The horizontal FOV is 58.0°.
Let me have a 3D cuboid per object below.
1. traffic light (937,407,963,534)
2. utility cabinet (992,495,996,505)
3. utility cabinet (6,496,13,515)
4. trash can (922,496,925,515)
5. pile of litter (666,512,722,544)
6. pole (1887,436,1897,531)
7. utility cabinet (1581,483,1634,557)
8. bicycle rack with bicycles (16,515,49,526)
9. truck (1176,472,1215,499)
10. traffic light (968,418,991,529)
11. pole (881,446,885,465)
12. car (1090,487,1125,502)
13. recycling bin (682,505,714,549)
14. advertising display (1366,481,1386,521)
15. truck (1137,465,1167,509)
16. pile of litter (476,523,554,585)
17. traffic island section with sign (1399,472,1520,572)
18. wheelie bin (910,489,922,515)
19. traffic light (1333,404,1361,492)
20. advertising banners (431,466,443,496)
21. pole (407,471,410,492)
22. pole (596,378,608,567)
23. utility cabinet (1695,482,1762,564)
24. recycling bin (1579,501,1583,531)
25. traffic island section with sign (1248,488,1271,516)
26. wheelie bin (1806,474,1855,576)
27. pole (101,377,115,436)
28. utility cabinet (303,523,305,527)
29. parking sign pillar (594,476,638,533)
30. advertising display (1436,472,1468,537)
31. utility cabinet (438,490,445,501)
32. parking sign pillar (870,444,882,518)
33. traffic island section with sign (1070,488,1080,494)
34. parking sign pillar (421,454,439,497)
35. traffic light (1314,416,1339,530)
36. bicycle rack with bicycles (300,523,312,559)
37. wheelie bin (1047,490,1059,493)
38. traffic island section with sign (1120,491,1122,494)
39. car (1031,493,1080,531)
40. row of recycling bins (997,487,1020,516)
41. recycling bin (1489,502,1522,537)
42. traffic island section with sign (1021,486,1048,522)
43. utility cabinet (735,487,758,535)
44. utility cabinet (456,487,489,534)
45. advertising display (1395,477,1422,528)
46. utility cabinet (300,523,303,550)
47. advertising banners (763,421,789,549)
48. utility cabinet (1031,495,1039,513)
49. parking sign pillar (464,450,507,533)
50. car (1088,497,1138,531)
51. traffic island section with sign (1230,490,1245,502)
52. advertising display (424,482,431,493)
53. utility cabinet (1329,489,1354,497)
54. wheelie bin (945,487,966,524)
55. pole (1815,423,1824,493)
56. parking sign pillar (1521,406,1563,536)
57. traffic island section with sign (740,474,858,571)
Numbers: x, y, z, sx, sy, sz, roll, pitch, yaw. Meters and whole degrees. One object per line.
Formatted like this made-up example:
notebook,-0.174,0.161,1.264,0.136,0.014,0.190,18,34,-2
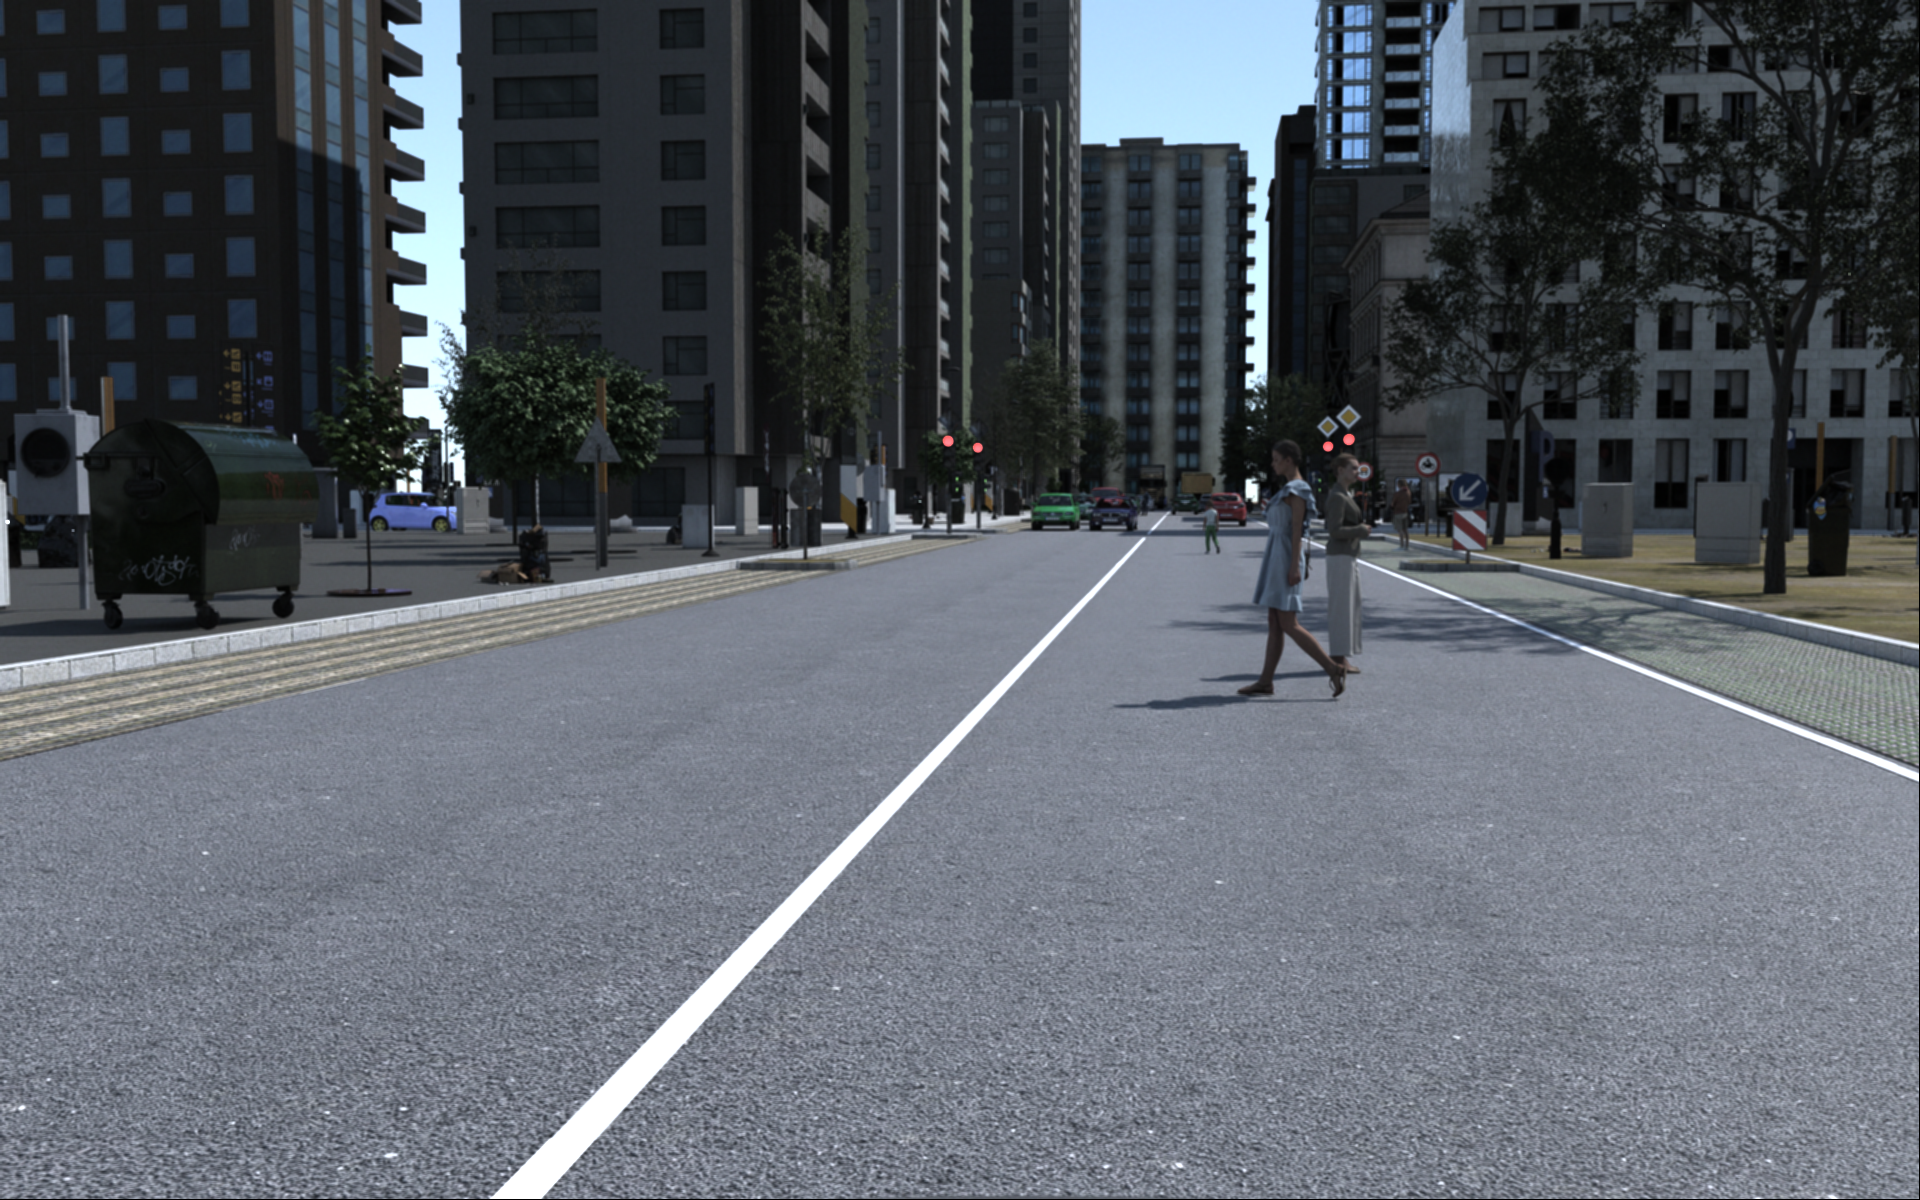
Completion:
traffic light,-0.327,-4.095,55.876,0.839,4.253,0.868,0,4,7
utility cabinet,2.427,-7.640,136.080,0.306,1.237,1.020,3,4,39
utility cabinet,-32.284,-2.901,58.598,0.306,1.237,1.020,-3,4,-38
trash can,-2.369,-5.658,104.166,0.748,1.137,0.748,0,3,0
pile of litter,-6.901,-1.893,44.917,1.719,0.858,1.176,-2,4,-35
pole,32.543,-4.075,60.471,0.158,3.312,0.155,0,3,0
utility cabinet,13.135,-1.620,35.168,0.318,1.500,1.173,-1,4,-20
bicycle rack with bicycles,-38.393,-3.505,70.694,2.852,0.926,2.925,2,4,28
truck,20.624,-9.499,151.236,3.469,3.379,9.791,0,4,7
traffic light,0.707,-4.579,63.794,0.839,4.253,0.868,0,4,7
pole,-3.255,-4.853,73.195,0.158,3.312,0.155,0,3,0
car,8.063,-5.365,96.395,2.281,1.827,5.304,0,4,8
recycling bin,-6.133,-1.714,40.573,0.722,1.027,0.722,0,4,-7
advertising display,20.141,-4.812,83.886,0.974,1.923,0.123,1,4,12
truck,18.608,-10.942,167.818,2.839,4.237,11.283,0,4,7
pile of litter,-6.450,-0.686,25.176,1.176,0.858,1.719,0,4,-1
traffic island section with sign,9.340,-1.463,32.554,1.989,1.847,2.006,0,4,7
wheelie bin,-2.540,-5.714,101.325,0.693,1.594,0.980,-1,4,-8
traffic light,12.131,-3.997,54.271,0.839,4.253,0.868,0,4,7
advertising banners,-32.638,-6.814,107.591,2.074,3.025,0.090,3,5,43
pole,-40.526,-8.161,127.268,0.158,3.312,0.155,0,3,0
pole,-6.306,-2.241,30.490,0.158,3.312,0.155,0,3,0
utility cabinet,14.109,-1.414,31.802,0.318,1.500,1.173,-2,4,-27
recycling bin,22.038,-2.931,60.468,0.722,1.027,0.722,2,4,29
traffic island section with sign,19.918,-6.424,113.658,1.989,1.847,2.006,0,4,7
wheelie bin,13.713,-1.186,27.301,0.693,1.594,0.980,2,4,27
pole,-14.856,-2.227,30.262,0.158,3.312,0.155,0,3,0
utility cabinet,-25.717,-3.435,67.323,0.306,1.237,1.020,-2,4,-29
parking sign pillar,-11.395,-4.206,57.247,1.447,3.967,1.447,1,4,23
advertising display,14.635,-2.826,51.419,0.974,1.923,0.123,0,4,0
utility cabinet,-25.249,-4.625,84.290,0.318,1.500,1.173,-1,4,-17
parking sign pillar,-4.823,-6.485,94.506,1.447,3.967,1.447,1,4,17
traffic island section with sign,7.678,-6.507,115.017,1.989,1.847,2.006,0,4,7
parking sign pillar,-35.053,-7.734,114.928,1.447,3.967,1.447,1,4,18
traffic light,13.165,-4.481,62.190,0.839,4.253,0.868,0,4,7
bicycle rack with bicycles,-13.947,-1.241,33.670,2.852,0.926,2.925,1,4,16
wheelie bin,7.300,-7.610,132.337,0.980,1.594,0.693,0,4,3
traffic island section with sign,17.794,-11.251,192.579,1.989,1.847,2.006,0,4,7
car,3.855,-3.709,69.438,1.959,1.807,4.718,0,4,7
row of recycling bins,2.957,-5.917,103.854,1.069,1.692,3.534,-1,4,-8
recycling bin,16.374,-2.411,51.977,0.722,1.027,0.722,0,4,-7
traffic island section with sign,4.179,-4.872,88.289,1.989,1.847,2.006,0,4,7
utility cabinet,-6.633,-2.761,53.821,0.318,1.500,1.173,1,4,14
utility cabinet,-15.545,-2.851,55.286,0.318,1.500,1.173,2,4,27
advertising display,16.958,-3.692,65.583,0.974,1.923,0.123,2,4,26
utility cabinet,-15.497,-1.862,39.127,1.173,1.500,0.318,-3,5,-43
advertising banners,-4.377,-2.744,41.056,0.090,3.025,2.074,-1,4,-21
utility cabinet,4.955,-6.315,114.411,0.306,1.237,1.020,-1,4,-14
parking sign pillar,-15.837,-4.229,57.621,1.447,3.967,1.447,2,4,32
car,6.111,-3.434,68.721,1.945,1.354,3.894,1,4,9
traffic island section with sign,26.445,-9.479,163.611,1.989,1.847,2.006,0,4,7
advertising display,-29.394,-5.531,95.651,0.123,1.923,0.974,0,4,0
utility cabinet,17.994,-4.469,81.745,1.173,1.500,0.318,3,5,41
wheelie bin,-0.175,-4.054,74.197,0.980,1.594,0.693,1,4,19
pole,24.553,-3.403,49.489,0.158,3.312,0.155,0,3,0
parking sign pillar,17.796,-3.958,53.183,1.447,3.967,1.447,3,5,42
traffic island section with sign,-3.018,-1.501,33.165,1.989,1.847,2.006,0,4,7
